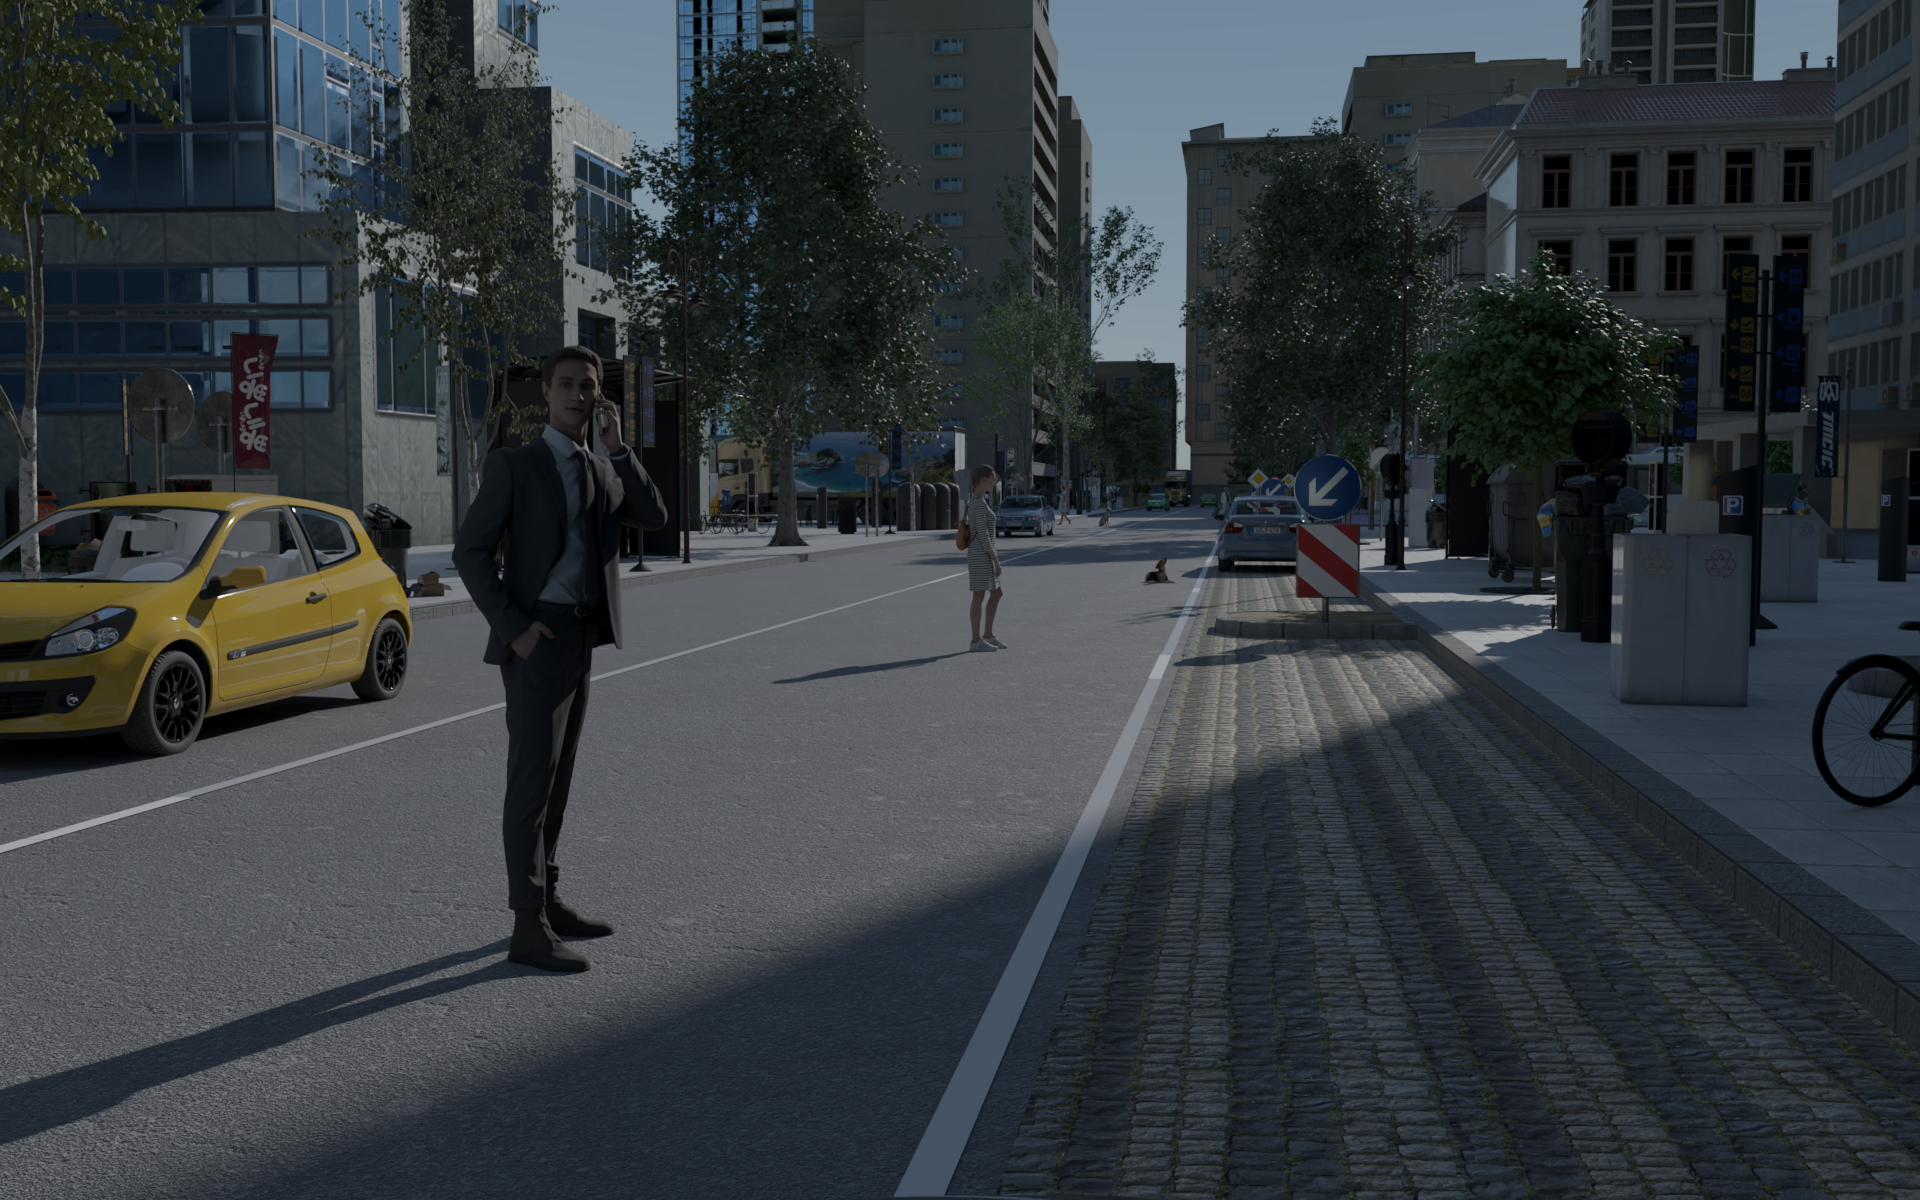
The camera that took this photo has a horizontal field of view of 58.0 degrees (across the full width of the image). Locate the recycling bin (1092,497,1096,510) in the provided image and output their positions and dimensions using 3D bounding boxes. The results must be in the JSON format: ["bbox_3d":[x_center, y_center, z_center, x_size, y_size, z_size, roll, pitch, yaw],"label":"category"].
[{"bbox_3d":[10.417,-7.713,138.654,0.722,1.027,0.722,-1,4,-18],"label":"recycling bin"}]

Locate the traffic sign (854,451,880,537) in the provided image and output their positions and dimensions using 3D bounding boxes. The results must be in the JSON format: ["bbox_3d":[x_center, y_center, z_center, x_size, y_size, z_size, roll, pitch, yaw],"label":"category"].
[{"bbox_3d":[-2.772,-3.146,51.539,0.768,2.556,0.104,1,4,10],"label":"traffic sign"}]

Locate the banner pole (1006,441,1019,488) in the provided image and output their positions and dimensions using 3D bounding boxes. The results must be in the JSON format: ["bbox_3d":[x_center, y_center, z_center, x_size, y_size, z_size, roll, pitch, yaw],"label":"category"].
[{"bbox_3d":[2.536,-5.629,82.044,0.863,3.779,0.401,-3,4,-36],"label":"banner pole"}]

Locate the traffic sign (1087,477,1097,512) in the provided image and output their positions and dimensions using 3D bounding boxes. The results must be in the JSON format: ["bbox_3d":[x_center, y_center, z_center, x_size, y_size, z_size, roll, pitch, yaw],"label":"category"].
[{"bbox_3d":[9.538,-7.696,125.932,0.768,2.556,0.104,1,4,17],"label":"traffic sign"}]

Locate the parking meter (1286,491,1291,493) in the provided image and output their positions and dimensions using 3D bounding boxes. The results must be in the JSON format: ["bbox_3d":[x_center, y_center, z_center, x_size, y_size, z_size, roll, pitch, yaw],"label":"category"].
[{"bbox_3d":[23.776,-7.162,125.510,0.372,1.533,0.369,0,3,0],"label":"parking meter"}]

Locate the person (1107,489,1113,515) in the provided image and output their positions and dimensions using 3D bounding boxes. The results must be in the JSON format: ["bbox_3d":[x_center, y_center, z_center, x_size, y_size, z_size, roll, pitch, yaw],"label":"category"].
[{"bbox_3d":[10.346,-6.747,119.366,0.362,1.759,0.519,2,4,26],"label":"person"}]

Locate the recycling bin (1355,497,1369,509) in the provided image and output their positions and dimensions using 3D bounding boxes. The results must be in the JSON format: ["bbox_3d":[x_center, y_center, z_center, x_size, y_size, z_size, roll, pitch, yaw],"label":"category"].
[{"bbox_3d":[34.191,-8.223,146.992,0.722,1.027,0.722,-2,4,-25],"label":"recycling bin"}]

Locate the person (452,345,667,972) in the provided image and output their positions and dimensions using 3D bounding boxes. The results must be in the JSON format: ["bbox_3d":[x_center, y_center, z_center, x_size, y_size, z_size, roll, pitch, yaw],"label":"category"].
[{"bbox_3d":[-1.238,0.145,5.490,0.474,1.900,0.648,1,4,21],"label":"person"}]

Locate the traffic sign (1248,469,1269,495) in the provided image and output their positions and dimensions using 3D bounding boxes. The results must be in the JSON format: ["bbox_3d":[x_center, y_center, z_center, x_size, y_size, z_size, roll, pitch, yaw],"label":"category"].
[{"bbox_3d":[11.578,-3.889,67.222,0.795,2.450,0.064,1,4,9],"label":"traffic sign"}]

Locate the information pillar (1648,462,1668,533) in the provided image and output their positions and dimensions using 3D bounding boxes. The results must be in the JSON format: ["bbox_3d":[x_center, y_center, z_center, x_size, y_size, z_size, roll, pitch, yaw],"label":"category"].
[{"bbox_3d":[16.039,-2.160,39.812,0.304,2.012,0.304,0,4,-7],"label":"information pillar"}]

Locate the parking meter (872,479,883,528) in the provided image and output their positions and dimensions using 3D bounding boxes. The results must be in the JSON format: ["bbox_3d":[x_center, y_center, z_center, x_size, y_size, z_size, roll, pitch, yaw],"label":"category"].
[{"bbox_3d":[-3.153,-3.683,65.935,0.399,1.863,0.255,-1,4,-13],"label":"parking meter"}]

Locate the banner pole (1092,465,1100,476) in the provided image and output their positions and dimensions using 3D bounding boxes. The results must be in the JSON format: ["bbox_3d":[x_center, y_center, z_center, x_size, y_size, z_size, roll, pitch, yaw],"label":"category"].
[{"bbox_3d":[11.830,-9.798,150.209,0.863,3.779,0.401,2,4,24],"label":"banner pole"}]

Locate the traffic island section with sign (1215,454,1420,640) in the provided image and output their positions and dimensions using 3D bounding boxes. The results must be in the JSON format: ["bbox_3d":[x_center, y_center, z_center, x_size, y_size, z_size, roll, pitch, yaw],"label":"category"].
[{"bbox_3d":[3.662,-0.571,17.967,1.989,1.847,2.006,1,4,9],"label":"traffic island section with sign"}]

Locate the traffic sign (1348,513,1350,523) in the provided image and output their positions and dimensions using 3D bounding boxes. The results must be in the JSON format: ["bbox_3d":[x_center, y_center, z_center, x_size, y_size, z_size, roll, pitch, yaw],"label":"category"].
[{"bbox_3d":[10.650,-2.830,47.450,0.795,2.450,0.064,1,4,10],"label":"traffic sign"}]

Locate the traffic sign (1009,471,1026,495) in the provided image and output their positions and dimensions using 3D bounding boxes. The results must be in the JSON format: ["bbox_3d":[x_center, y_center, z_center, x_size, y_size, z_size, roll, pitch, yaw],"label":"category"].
[{"bbox_3d":[2.542,-4.474,76.784,0.795,2.450,0.064,1,4,9],"label":"traffic sign"}]

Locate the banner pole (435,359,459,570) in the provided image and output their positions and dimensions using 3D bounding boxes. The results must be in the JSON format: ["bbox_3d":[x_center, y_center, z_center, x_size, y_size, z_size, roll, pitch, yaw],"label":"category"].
[{"bbox_3d":[-8.761,-2.424,29.654,0.401,3.779,0.863,-3,5,-45],"label":"banner pole"}]

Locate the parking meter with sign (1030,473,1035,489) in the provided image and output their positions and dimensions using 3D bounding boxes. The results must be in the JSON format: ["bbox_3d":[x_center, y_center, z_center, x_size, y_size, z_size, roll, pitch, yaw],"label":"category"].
[{"bbox_3d":[6.154,-9.133,145.587,0.543,3.016,1.738,2,4,29],"label":"parking meter with sign"}]

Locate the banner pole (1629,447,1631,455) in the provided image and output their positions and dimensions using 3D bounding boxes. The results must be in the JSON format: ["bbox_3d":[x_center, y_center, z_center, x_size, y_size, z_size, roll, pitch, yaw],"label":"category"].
[{"bbox_3d":[30.117,-5.404,78.373,0.863,3.779,0.401,-1,4,-21],"label":"banner pole"}]

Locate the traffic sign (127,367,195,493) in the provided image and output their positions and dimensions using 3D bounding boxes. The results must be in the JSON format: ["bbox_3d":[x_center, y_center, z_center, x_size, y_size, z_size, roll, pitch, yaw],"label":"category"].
[{"bbox_3d":[-8.051,-1.060,17.435,0.768,2.556,0.104,1,4,12],"label":"traffic sign"}]

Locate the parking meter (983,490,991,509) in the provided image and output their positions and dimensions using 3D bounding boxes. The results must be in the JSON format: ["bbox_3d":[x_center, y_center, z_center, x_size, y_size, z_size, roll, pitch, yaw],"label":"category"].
[{"bbox_3d":[1.111,-3.749,69.703,0.372,1.533,0.369,0,3,0],"label":"parking meter"}]

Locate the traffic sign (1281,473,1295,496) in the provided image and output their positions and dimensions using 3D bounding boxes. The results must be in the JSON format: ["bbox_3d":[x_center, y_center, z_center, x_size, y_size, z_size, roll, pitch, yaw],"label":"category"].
[{"bbox_3d":[18.303,-5.836,96.604,0.795,2.450,0.064,1,4,18],"label":"traffic sign"}]

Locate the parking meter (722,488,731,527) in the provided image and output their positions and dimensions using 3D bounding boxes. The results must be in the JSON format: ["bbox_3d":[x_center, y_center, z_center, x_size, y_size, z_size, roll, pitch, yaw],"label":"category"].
[{"bbox_3d":[-9.158,-3.643,67.974,0.372,1.533,0.369,0,3,0],"label":"parking meter"}]

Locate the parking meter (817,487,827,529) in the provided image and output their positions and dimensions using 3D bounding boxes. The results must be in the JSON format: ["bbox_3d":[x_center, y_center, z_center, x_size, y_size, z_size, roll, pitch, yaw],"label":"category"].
[{"bbox_3d":[-5.116,-3.409,64.141,0.372,1.533,0.369,0,3,0],"label":"parking meter"}]

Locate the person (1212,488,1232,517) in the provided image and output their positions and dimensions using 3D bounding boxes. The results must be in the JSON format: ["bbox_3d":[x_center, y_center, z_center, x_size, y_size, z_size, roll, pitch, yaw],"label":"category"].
[{"bbox_3d":[16.634,-6.163,109.474,1.509,1.804,0.699,-1,4,-15],"label":"person"}]

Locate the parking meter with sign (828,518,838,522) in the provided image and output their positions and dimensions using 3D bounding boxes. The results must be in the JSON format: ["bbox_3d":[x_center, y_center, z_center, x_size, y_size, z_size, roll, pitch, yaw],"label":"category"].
[{"bbox_3d":[-5.418,-5.198,81.249,1.738,3.016,0.543,-1,4,-22],"label":"parking meter with sign"}]

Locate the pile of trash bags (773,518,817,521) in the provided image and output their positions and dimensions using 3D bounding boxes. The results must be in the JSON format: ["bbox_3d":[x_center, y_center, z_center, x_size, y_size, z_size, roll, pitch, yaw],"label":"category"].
[{"bbox_3d":[-7.583,-4.539,83.967,1.912,1.369,3.447,2,4,31],"label":"pile of trash bags"}]

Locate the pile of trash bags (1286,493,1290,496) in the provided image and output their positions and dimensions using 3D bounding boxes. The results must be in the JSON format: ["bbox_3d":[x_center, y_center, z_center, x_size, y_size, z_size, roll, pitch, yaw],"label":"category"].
[{"bbox_3d":[20.696,-6.055,108.744,1.912,1.369,3.447,0,4,6],"label":"pile of trash bags"}]

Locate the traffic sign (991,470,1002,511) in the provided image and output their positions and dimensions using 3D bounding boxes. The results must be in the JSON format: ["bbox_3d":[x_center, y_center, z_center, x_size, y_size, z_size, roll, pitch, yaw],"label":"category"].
[{"bbox_3d":[1.270,-3.991,68.901,0.795,2.450,0.064,1,4,9],"label":"traffic sign"}]

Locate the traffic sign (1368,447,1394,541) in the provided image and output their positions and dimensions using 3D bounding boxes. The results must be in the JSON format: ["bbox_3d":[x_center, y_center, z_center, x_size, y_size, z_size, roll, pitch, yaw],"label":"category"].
[{"bbox_3d":[11.442,-2.869,47.011,0.768,2.556,0.104,1,4,14],"label":"traffic sign"}]

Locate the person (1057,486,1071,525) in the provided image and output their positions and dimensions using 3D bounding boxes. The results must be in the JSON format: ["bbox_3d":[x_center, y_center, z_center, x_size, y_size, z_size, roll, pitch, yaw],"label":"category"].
[{"bbox_3d":[4.850,-4.388,80.344,0.778,1.811,0.616,2,4,35],"label":"person"}]

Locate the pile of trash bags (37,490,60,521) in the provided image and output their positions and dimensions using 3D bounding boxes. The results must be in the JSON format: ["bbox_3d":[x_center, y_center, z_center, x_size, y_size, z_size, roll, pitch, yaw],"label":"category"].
[{"bbox_3d":[-19.602,-1.489,34.092,3.447,1.369,1.912,-3,5,-43],"label":"pile of trash bags"}]

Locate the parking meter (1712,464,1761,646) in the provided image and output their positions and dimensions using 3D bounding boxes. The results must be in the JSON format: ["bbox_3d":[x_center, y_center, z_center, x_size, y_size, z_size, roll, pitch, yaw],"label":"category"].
[{"bbox_3d":[6.575,-0.385,14.713,0.372,1.533,0.369,0,3,0],"label":"parking meter"}]

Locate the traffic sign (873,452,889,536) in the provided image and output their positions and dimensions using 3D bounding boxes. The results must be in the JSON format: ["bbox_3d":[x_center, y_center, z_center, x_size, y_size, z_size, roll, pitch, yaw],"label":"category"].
[{"bbox_3d":[-2.516,-3.202,52.466,0.768,2.556,0.104,1,4,13],"label":"traffic sign"}]

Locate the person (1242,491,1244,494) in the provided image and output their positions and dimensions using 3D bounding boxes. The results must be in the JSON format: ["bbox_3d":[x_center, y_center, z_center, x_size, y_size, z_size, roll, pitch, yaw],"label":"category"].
[{"bbox_3d":[31.296,-11.131,191.206,0.721,1.735,1.217,2,4,25],"label":"person"}]

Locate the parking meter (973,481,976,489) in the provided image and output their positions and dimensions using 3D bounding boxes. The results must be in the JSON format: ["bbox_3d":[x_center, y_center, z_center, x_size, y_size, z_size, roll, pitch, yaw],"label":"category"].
[{"bbox_3d":[0.793,-4.326,76.438,0.399,1.863,0.255,-3,5,-42],"label":"parking meter"}]

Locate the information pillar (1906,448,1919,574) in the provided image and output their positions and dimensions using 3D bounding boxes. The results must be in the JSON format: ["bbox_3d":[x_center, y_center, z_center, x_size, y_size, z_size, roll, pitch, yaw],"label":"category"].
[{"bbox_3d":[15.436,-1.435,27.946,0.304,2.012,0.304,2,4,32],"label":"information pillar"}]

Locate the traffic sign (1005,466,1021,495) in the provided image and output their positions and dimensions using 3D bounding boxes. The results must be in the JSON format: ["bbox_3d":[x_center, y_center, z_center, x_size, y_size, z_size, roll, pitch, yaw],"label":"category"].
[{"bbox_3d":[2.390,-4.842,79.276,0.768,2.556,0.104,1,4,17],"label":"traffic sign"}]

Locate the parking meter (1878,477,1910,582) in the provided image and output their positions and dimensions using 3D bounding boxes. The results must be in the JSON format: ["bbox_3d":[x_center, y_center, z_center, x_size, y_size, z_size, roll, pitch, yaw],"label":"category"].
[{"bbox_3d":[13.715,-1.042,25.443,0.372,1.533,0.369,0,3,0],"label":"parking meter"}]

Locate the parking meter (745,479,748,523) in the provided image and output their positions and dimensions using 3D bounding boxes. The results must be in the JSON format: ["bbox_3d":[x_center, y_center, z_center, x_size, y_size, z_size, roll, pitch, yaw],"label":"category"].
[{"bbox_3d":[-8.206,-3.765,67.268,0.255,1.863,0.399,0,3,0],"label":"parking meter"}]

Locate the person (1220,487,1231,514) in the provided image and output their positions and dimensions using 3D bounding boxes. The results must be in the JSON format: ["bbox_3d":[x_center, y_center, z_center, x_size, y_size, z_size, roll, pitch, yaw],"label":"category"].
[{"bbox_3d":[15.317,-5.604,100.004,0.514,1.842,0.818,-3,5,-43],"label":"person"}]

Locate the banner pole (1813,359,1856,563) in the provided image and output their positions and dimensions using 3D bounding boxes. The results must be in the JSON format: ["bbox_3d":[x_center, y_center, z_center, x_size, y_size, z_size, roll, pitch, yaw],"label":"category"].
[{"bbox_3d":[16.287,-2.582,32.233,0.863,3.779,0.401,0,4,-7],"label":"banner pole"}]

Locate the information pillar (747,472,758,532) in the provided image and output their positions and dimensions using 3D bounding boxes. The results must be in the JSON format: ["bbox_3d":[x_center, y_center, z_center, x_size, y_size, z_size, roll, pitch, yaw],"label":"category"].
[{"bbox_3d":[-7.055,-3.329,58.920,0.304,2.012,0.304,0,4,4],"label":"information pillar"}]

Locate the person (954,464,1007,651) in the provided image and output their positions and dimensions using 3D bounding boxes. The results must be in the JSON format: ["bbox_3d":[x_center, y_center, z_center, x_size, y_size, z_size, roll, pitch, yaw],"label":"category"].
[{"bbox_3d":[0.204,-0.386,15.807,0.522,1.701,0.512,0,4,-7],"label":"person"}]

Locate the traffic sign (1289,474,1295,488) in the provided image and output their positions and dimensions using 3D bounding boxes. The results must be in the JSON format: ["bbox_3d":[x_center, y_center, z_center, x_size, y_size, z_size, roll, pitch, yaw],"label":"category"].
[{"bbox_3d":[19.106,-6.044,99.999,0.795,2.450,0.064,1,4,16],"label":"traffic sign"}]

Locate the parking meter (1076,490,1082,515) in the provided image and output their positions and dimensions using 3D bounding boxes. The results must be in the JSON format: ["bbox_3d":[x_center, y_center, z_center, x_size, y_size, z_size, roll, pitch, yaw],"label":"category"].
[{"bbox_3d":[7.306,-5.968,105.989,0.372,1.533,0.369,0,3,0],"label":"parking meter"}]

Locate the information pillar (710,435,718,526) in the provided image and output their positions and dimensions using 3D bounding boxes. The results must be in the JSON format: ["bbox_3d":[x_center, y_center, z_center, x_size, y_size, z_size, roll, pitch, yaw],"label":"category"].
[{"bbox_3d":[-9.753,-4.726,68.617,0.183,3.616,0.504,-3,5,-39],"label":"information pillar"}]

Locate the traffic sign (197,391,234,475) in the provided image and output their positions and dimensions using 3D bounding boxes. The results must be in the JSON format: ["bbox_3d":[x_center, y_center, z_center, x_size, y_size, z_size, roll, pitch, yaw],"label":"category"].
[{"bbox_3d":[-9.115,-1.303,21.411,0.768,2.556,0.104,1,4,16],"label":"traffic sign"}]

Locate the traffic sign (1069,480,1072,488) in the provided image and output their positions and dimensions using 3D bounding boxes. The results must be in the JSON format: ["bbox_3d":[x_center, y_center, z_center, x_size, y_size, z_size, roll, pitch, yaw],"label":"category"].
[{"bbox_3d":[7.972,-7.697,127.974,0.606,2.300,0.079,1,4,10],"label":"traffic sign"}]

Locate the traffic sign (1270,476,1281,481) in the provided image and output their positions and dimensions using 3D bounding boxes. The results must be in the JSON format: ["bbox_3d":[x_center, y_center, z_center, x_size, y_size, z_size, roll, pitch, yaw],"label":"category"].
[{"bbox_3d":[21.828,-7.336,120.056,0.768,2.556,0.104,1,4,10],"label":"traffic sign"}]

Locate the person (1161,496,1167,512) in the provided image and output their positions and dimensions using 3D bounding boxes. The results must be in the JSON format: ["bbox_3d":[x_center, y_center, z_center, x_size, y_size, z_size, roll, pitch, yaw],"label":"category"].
[{"bbox_3d":[16.490,-7.780,139.950,0.590,1.304,0.306,-3,4,-36],"label":"person"}]

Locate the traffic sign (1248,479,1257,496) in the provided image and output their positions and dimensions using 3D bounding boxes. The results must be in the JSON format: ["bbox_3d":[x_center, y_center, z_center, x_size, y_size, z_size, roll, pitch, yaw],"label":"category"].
[{"bbox_3d":[12.850,-4.371,75.105,0.795,2.450,0.064,1,4,9],"label":"traffic sign"}]

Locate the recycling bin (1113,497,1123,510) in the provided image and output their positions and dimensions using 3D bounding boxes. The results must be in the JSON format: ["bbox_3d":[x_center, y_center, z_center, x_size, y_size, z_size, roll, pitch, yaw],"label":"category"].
[{"bbox_3d":[12.990,-7.999,143.339,0.722,1.027,0.722,-1,4,-18],"label":"recycling bin"}]
